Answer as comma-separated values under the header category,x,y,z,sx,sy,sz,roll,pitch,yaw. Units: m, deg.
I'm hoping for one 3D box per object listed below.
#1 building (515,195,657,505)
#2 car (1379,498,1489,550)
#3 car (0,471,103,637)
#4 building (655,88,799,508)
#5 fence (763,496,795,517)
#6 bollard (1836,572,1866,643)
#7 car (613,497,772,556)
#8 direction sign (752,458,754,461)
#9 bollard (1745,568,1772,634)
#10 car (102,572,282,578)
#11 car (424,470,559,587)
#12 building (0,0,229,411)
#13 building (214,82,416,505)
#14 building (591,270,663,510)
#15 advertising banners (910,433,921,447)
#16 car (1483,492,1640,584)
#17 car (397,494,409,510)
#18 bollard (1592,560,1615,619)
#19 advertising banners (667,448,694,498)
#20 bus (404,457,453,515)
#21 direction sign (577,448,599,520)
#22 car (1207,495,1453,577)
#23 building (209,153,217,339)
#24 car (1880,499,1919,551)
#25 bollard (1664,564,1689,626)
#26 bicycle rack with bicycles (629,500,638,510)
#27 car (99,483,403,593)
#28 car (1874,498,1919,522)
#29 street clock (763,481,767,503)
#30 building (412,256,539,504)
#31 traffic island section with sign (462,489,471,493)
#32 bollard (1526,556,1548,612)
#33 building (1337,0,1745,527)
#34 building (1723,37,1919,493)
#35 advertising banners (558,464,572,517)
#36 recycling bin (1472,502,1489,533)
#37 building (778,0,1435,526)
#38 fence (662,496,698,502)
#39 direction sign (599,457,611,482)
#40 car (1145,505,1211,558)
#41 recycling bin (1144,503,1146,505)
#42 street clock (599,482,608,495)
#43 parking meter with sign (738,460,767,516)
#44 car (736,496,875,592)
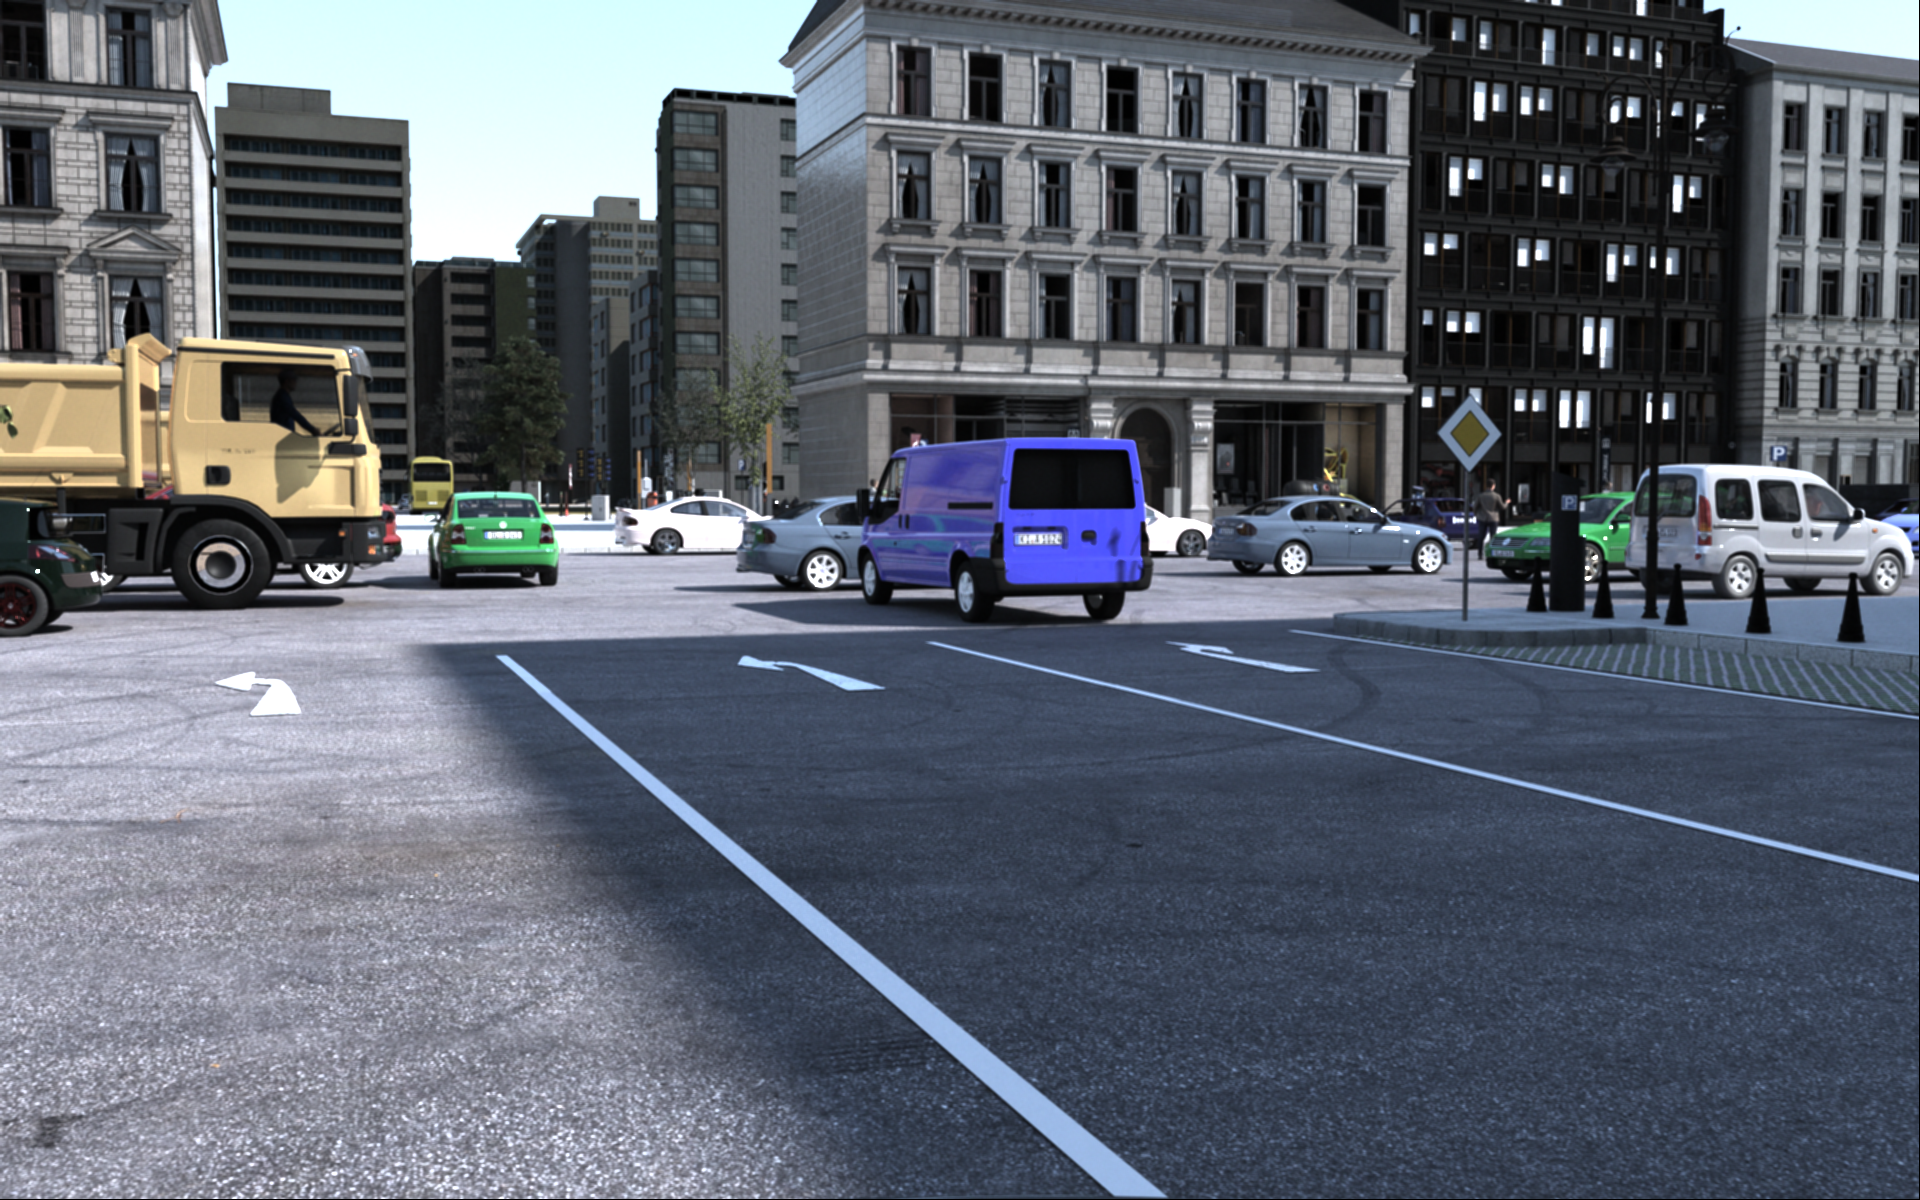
category,x,y,z,sx,sy,sz,roll,pitch,yaw
building,-44.927,-32.842,228.853,23.993,40.220,32.217,-1,4,-21
car,12.098,-2.025,45.692,1.945,1.354,3.894,-1,4,-22
car,-11.056,-0.475,17.558,4.222,1.686,2.009,-1,4,-20
building,-15.523,-21.832,128.661,14.160,30.474,14.107,-1,4,-21
fence,-9.836,-4.993,92.833,2.264,1.192,0.480,-2,4,-25
bollard,7.753,0.061,15.052,0.229,0.601,0.229,0,3,0
car,-5.868,-1.787,41.574,4.827,1.381,2.083,-1,4,-20
direction sign,-12.690,-7.010,106.609,0.379,3.537,0.876,-1,4,-18
bollard,7.391,0.002,16.012,0.229,0.601,0.229,0,3,0
car,-13.866,-1.148,30.780,4.499,1.417,2.014,-1,4,-22
car,-7.637,-1.182,28.119,1.959,1.807,4.718,-1,4,-20
building,-32.491,-11.463,52.047,19.286,19.102,10.561,-1,4,-21
building,-78.041,-35.872,210.212,21.600,48.544,21.300,-1,4,-21
building,-16.130,-18.777,152.041,27.650,21.520,28.899,-1,4,-21
advertising banners,-1.708,-3.246,49.255,0.090,3.025,2.074,2,4,35
car,10.926,-1.226,28.843,4.718,1.807,1.959,-1,4,-22
car,-49.971,-8.868,156.998,2.014,1.417,4.499,-1,4,-20
bollard,6.671,-0.116,17.942,0.229,0.601,0.229,0,3,0
advertising banners,-10.737,-4.301,66.501,0.090,3.025,2.074,1,4,18
bus,-34.747,-7.450,113.351,2.896,3.916,12.252,-1,4,-19
direction sign,-18.359,-5.689,85.016,0.876,3.537,0.379,0,4,2
car,6.668,-1.166,31.073,4.499,1.417,2.014,-1,4,-19
building,-101.745,-33.421,201.055,28.867,44.769,22.147,-1,4,-21
car,22.435,-1.809,39.161,3.694,1.707,1.945,-1,4,-21
bollard,7.029,-0.057,16.980,0.229,0.601,0.229,0,3,0
bicycle rack with bicycles,-19.046,-5.634,105.490,2.852,0.926,2.925,0,4,1
car,-11.268,-1.079,26.322,5.304,1.827,2.281,-1,4,-22
car,24.688,-1.861,43.016,3.894,1.354,1.945,-1,4,-21
street clock,-11.127,-5.698,97.740,0.358,2.002,0.471,2,4,29
building,-60.064,-27.044,213.875,14.107,30.474,14.160,-1,4,-21
traffic island section with sign,-37.333,-7.451,130.455,1.989,1.847,2.006,-1,4,-21
bollard,6.302,-0.175,18.910,0.229,0.601,0.229,0,3,0
building,22.350,-14.933,73.839,15.834,23.373,12.332,-1,4,-21
building,39.430,-13.978,77.687,18.267,20.994,9.793,-1,4,-21
advertising banners,-22.624,-6.314,99.429,0.090,3.025,2.074,1,4,9
recycling bin,17.579,-2.785,58.091,0.722,1.027,0.722,1,4,22
building,-3.399,-12.891,61.678,40.483,20.767,10.553,-1,4,-21
fence,-11.343,-3.605,70.147,2.264,1.192,0.480,3,4,38
direction sign,-21.841,-6.984,106.188,0.876,3.537,0.379,-1,4,-13
car,3.549,-1.655,39.417,4.827,1.381,2.083,-1,4,-20
recycling bin,4.889,-2.250,49.340,0.722,1.027,0.722,1,4,17
street clock,-20.691,-5.873,100.590,0.358,2.002,0.471,3,5,45
parking meter with sign,-10.400,-5.621,88.167,1.738,3.016,0.543,-3,5,-42
car,-1.149,-0.890,26.552,4.499,1.417,2.014,-1,4,-21
